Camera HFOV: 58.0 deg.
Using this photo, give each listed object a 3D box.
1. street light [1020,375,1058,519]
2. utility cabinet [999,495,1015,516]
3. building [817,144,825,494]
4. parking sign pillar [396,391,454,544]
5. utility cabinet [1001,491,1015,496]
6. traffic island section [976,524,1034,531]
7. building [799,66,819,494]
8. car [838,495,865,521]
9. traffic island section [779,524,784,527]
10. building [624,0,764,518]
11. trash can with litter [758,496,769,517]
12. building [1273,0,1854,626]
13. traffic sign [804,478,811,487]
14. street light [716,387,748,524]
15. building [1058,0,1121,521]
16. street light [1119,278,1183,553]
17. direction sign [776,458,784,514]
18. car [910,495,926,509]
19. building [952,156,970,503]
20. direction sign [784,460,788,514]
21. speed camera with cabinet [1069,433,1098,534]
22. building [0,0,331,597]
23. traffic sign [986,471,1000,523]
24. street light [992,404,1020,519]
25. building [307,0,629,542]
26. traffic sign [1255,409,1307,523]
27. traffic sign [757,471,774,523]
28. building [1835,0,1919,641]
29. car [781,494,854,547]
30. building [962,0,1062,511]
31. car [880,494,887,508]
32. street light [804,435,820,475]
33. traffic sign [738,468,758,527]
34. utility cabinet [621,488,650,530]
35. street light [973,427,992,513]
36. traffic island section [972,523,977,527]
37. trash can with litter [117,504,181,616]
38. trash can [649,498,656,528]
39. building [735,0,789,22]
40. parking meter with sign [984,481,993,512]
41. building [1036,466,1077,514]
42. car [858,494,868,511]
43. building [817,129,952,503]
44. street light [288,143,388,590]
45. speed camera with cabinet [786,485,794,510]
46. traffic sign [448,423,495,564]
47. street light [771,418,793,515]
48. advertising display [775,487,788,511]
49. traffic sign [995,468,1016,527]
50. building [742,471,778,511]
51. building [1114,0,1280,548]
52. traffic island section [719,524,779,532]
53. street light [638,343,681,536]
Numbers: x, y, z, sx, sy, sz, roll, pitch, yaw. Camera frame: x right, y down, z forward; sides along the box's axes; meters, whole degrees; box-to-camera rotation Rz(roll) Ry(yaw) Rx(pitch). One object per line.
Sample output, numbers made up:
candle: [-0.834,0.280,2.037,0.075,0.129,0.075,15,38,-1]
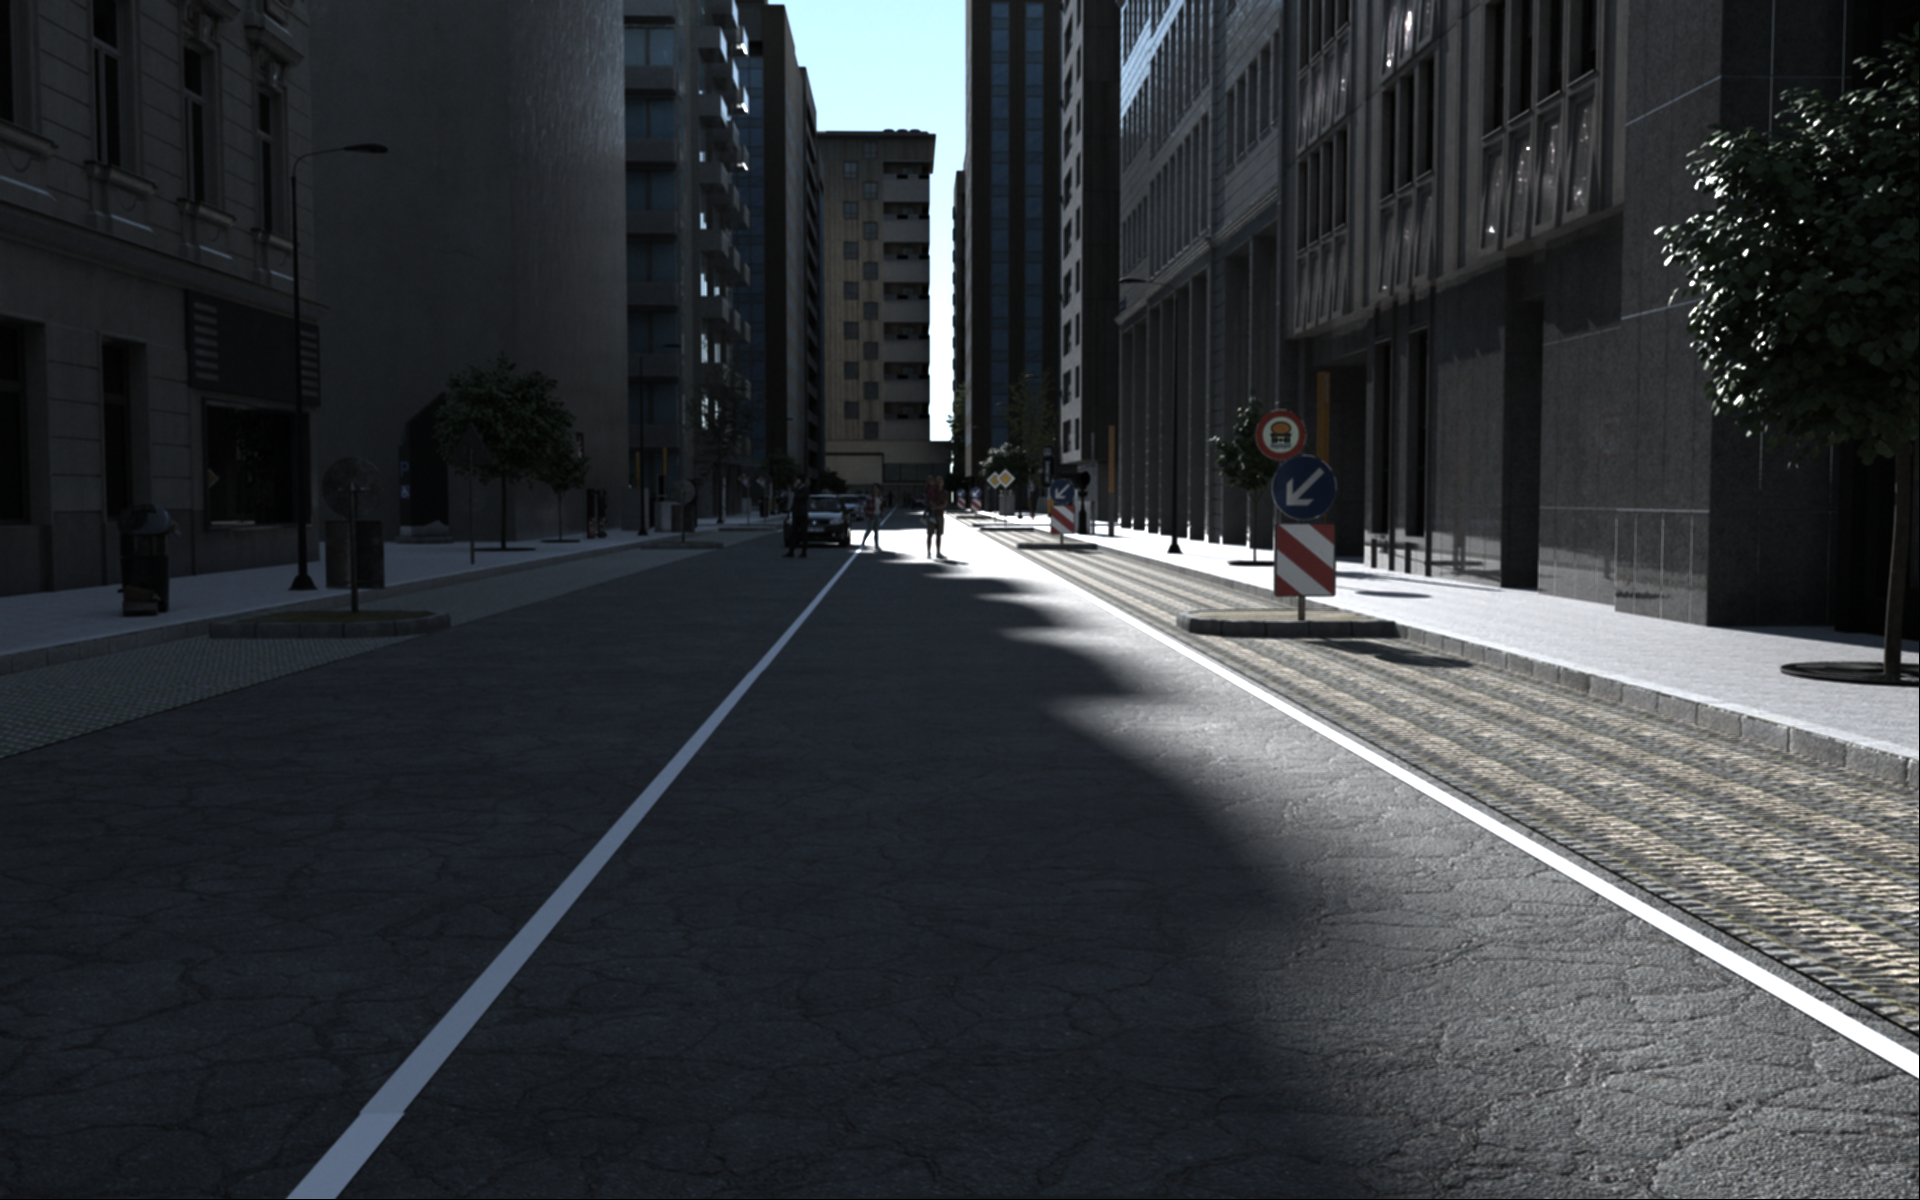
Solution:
street light: [3.248,-5.830,67.864,1.470,5.913,1.316,0,4,-2]
utility cabinet: [2.754,-5.536,101.677,1.020,1.237,0.306,3,5,43]
building: [-24.366,-34.646,216.572,14.200,45.320,14.600,0,4,-2]
parking sign pillar: [-13.965,-3.462,45.076,1.447,3.967,1.447,2,4,29]
utility cabinet: [3.266,-6.664,117.643,0.318,1.500,1.173,-3,5,-39]
traffic island section: [1.805,-2.793,67.947,2.009,0.180,2.903,0,4,-2]
building: [-26.742,-34.564,188.828,21.300,48.544,21.600,0,4,-2]
car: [-6.110,-4.963,93.148,2.014,1.417,4.499,0,4,0]
traffic island section: [-8.527,-3.263,75.624,2.009,0.180,2.903,0,4,-2]
building: [-23.791,-29.238,97.642,23.786,49.044,30.456,0,4,-2]
trash can with litter: [-10.870,-5.155,95.667,0.624,1.170,1.055,0,4,-6]
building: [12.929,-12.727,26.109,12.078,24.808,19.932,0,4,-2]
traffic sign: [-12.024,-8.254,135.057,0.768,2.556,0.104,0,4,1]
street light: [-9.918,-6.287,75.338,1.470,5.913,1.316,0,4,-2]
building: [12.474,-19.197,85.574,14.107,30.474,14.160,0,4,-2]
street light: [4.111,-3.965,37.375,1.470,5.913,1.316,0,4,-2]
direction sign: [-11.587,-7.252,110.568,0.379,3.537,0.876,0,4,-8]
car: [-3.822,-9.426,166.700,1.945,1.354,3.894,0,4,-3]
building: [9.665,-38.096,246.572,21.600,48.544,21.300,0,4,-2]
direction sign: [-11.551,-7.472,114.170,0.379,3.537,0.876,0,4,3]
speed camera with cabinet: [4.009,-3.801,56.488,0.660,3.252,2.038,0,4,-7]
building: [-19.520,-14.461,12.848,17.030,29.872,44.131,0,4,-2]
traffic sign: [1.537,-4.416,75.850,0.795,2.450,0.064,0,4,-2]
street light: [2.561,-7.124,89.025,1.470,5.913,1.316,0,4,-2]
building: [-29.263,-15.318,54.967,34.151,26.468,19.350,0,4,-2]
traffic sign: [4.818,-1.589,26.092,0.768,2.556,0.104,0,4,4]
traffic sign: [-8.504,-4.399,75.563,0.795,2.450,0.064,0,4,-2]
building: [14.569,-10.893,7.786,12.332,23.373,15.834,0,4,-2]
car: [-3.931,-2.340,48.044,2.009,1.686,4.222,0,4,-2]
building: [7.561,-29.918,139.269,14.600,45.320,14.200,0,4,-2]
car: [-8.618,-10.482,180.423,2.155,1.783,4.494,0,4,-1]
street light: [-11.725,-10.030,136.537,1.470,5.913,1.316,0,4,-2]
traffic sign: [-8.259,-3.911,67.582,0.795,2.450,0.064,0,4,-2]
utility cabinet: [-11.366,-3.176,60.612,1.173,1.500,0.318,3,5,39]
street light: [1.584,-9.000,119.694,1.470,5.913,1.316,0,4,-2]
traffic island section: [1.560,-3.281,75.928,2.009,0.180,2.903,0,4,-2]
trash can with litter: [-8.705,-0.440,18.589,0.624,1.170,1.055,-1,4,-23]
trash can: [-11.809,-3.274,65.180,0.748,1.137,0.748,0,3,0]
building: [-22.189,-31.003,157.010,14.600,45.320,14.200,0,4,-2]
parking meter with sign: [1.976,-7.704,122.224,0.543,3.016,1.738,-1,4,-12]
building: [21.616,-25.744,112.796,32.217,40.220,23.993,0,4,-2]
car: [-7.182,-7.126,128.520,2.014,1.417,4.499,0,4,0]
building: [-15.212,-40.362,249.162,27.495,52.752,28.713,0,4,-2]
street light: [-8.263,-3.089,23.045,1.470,5.913,1.316,0,4,-2]
speed camera with cabinet: [-13.105,-8.484,133.044,0.660,3.252,2.038,1,4,19]
traffic sign: [-8.917,-1.934,31.619,0.884,2.594,0.081,0,4,5]
street light: [-10.902,-8.166,106.047,1.470,5.913,1.316,0,4,-2]
advertising display: [-13.247,-7.546,128.596,0.974,1.923,0.123,1,4,17]
traffic sign: [1.782,-3.928,67.869,0.795,2.450,0.064,0,4,-2]
building: [-30.554,-26.972,132.880,32.217,40.220,23.993,0,4,-2]
building: [11.873,-16.714,50.766,11.434,29.767,29.804,0,4,-2]
traffic island section: [-8.282,-2.774,67.643,2.009,0.180,2.903,0,4,-2]
street light: [-9.292,-4.953,53.529,1.470,5.913,1.316,0,4,-2]
